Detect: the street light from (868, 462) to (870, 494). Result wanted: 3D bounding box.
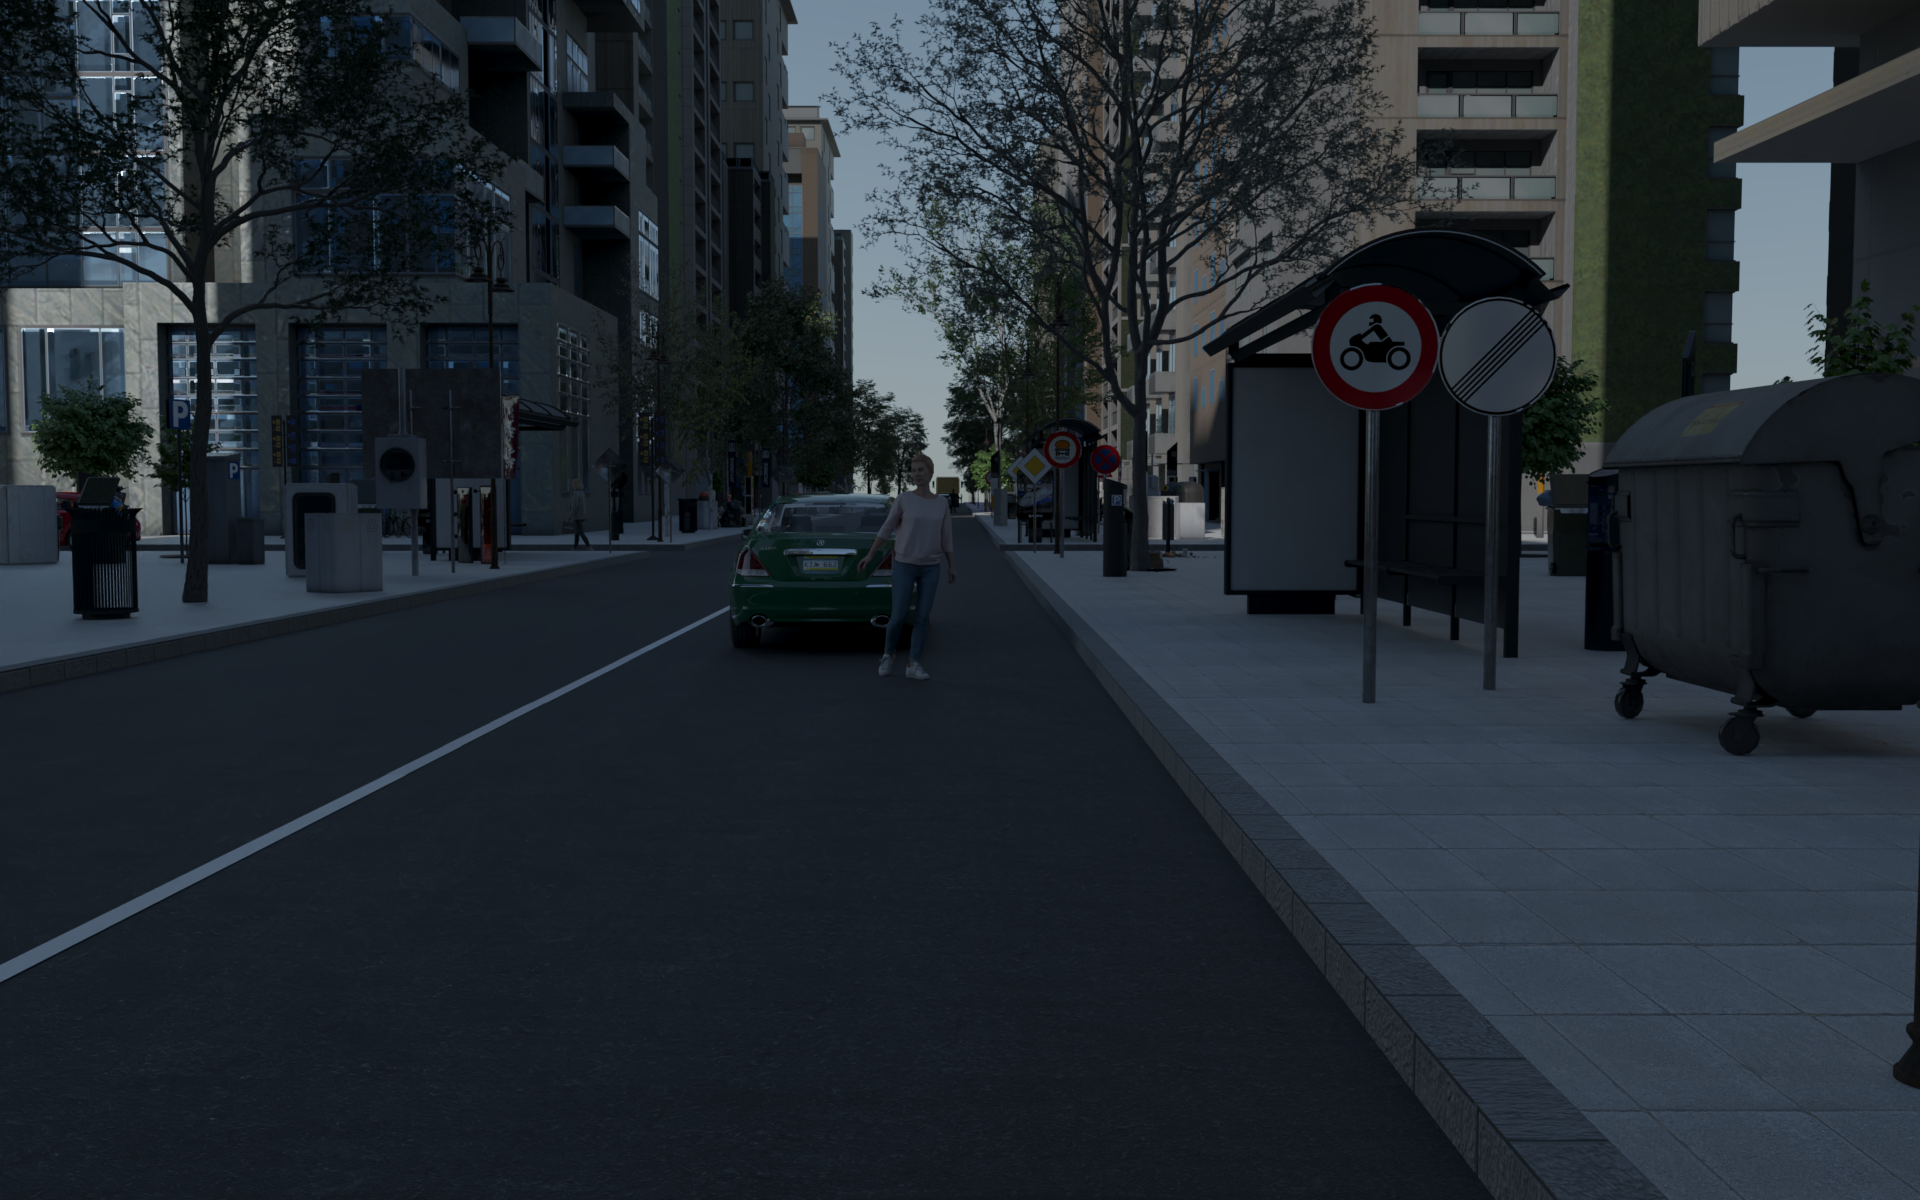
[{"bbox_3d":[-8.217,-11.213,156.119,0.468,5.910,1.993,0,3,0],"label":"street light"}]

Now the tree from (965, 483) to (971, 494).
[{"bbox_3d":[1.522,-15.554,248.901,1.663,3.219,1.824,0,3,0],"label":"tree"}]

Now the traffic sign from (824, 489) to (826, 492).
[{"bbox_3d":[-9.358,-7.337,120.058,0.768,2.556,0.104,0,4,5],"label":"traffic sign"}]

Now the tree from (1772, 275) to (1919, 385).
[{"bbox_3d":[8.092,-1.271,15.379,1.663,3.219,1.824,0,3,0],"label":"tree"}]

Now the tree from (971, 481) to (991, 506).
[{"bbox_3d":[2.668,-12.138,193.054,1.663,3.219,1.824,0,3,0],"label":"tree"}]

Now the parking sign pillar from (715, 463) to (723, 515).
[{"bbox_3d":[-14.527,-7.041,103.598,1.447,3.967,1.447,1,4,10],"label":"parking sign pillar"}]

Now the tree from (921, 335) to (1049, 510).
[{"bbox_3d":[2.669,-14.145,137.921,9.857,13.997,8.962,0,3,0],"label":"tree"}]

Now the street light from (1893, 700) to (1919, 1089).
[{"bbox_3d":[2.139,-1.885,3.604,0.468,5.910,1.993,0,3,0],"label":"street light"}]

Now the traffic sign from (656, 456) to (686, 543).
[{"bbox_3d":[-7.596,-2.559,45.474,0.795,2.450,0.064,0,3,0],"label":"traffic sign"}]

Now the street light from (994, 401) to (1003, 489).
[{"bbox_3d":[1.928,-6.932,86.133,0.468,5.910,1.993,0,3,0],"label":"street light"}]

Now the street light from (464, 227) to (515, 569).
[{"bbox_3d":[-7.979,-3.470,29.515,0.468,5.910,1.993,0,3,0],"label":"street light"}]

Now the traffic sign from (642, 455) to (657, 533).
[{"bbox_3d":[-10.087,-3.474,56.912,0.768,2.556,0.104,0,4,5],"label":"traffic sign"}]

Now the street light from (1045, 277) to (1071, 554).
[{"bbox_3d":[2.089,-3.928,37.017,0.468,5.910,1.993,0,3,0],"label":"street light"}]

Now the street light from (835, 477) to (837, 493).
[{"bbox_3d":[-8.167,-8.631,113.906,0.468,5.910,1.993,0,3,0],"label":"street light"}]

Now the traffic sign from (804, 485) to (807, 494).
[{"bbox_3d":[-9.852,-6.771,110.811,0.768,2.556,0.104,0,4,8],"label":"traffic sign"}]

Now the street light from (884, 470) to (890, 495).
[{"bbox_3d":[-8.391,-14.244,205.684,0.468,5.910,1.993,0,3,0],"label":"street light"}]

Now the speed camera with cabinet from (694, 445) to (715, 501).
[{"bbox_3d":[-10.401,-4.666,70.620,0.660,3.252,2.038,0,4,0],"label":"speed camera with cabinet"}]

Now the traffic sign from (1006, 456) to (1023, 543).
[{"bbox_3d":[1.599,-2.558,45.473,0.795,2.450,0.064,0,3,0],"label":"traffic sign"}]

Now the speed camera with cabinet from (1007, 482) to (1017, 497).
[{"bbox_3d":[3.543,-7.409,115.466,0.660,3.252,2.038,3,5,45],"label":"speed camera with cabinet"}]

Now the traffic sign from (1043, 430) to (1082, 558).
[{"bbox_3d":[2.053,-2.121,34.791,0.768,2.556,0.104,0,4,2],"label":"traffic sign"}]

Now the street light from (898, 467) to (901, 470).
[{"bbox_3d":[-8.404,-16.289,239.116,0.468,5.910,1.993,0,3,0],"label":"street light"}]

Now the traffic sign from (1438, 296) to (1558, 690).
[{"bbox_3d":[3.475,-0.684,11.290,0.768,2.556,0.104,0,4,1],"label":"traffic sign"}]

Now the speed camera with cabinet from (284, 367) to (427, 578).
[{"bbox_3d":[-9.367,-1.988,26.843,2.038,3.252,0.660,0,4,-6],"label":"speed camera with cabinet"}]

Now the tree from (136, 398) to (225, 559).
[{"bbox_3d":[-15.678,-2.456,34.752,1.663,3.219,1.824,0,3,0],"label":"tree"}]

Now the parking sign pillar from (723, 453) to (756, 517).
[{"bbox_3d":[-12.075,-6.602,96.416,1.447,3.967,1.447,-2,4,-31],"label":"parking sign pillar"}]

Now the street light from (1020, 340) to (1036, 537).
[{"bbox_3d":[2.033,-4.853,52.142,0.468,5.910,1.993,0,3,0],"label":"street light"}]

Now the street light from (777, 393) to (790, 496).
[{"bbox_3d":[-8.111,-6.536,79.647,0.468,5.910,1.993,0,3,0],"label":"street light"}]

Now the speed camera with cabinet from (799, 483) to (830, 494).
[{"bbox_3d":[-9.479,-7.247,112.829,2.038,3.252,0.660,-2,4,-32],"label":"speed camera with cabinet"}]

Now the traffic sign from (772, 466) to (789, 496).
[{"bbox_3d":[-8.028,-4.727,77.385,0.768,2.556,0.104,0,4,6],"label":"traffic sign"}]

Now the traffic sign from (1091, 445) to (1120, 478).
[{"bbox_3d":[3.752,-2.727,44.696,0.768,2.556,0.104,0,4,7],"label":"traffic sign"}]

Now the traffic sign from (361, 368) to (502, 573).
[{"bbox_3d":[-8.576,-2.095,28.122,2.265,3.308,0.079,0,4,1],"label":"traffic sign"}]

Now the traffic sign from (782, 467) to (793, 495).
[{"bbox_3d":[-8.276,-5.012,82.049,0.768,2.556,0.104,0,4,2],"label":"traffic sign"}]

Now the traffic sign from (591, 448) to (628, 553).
[{"bbox_3d":[-7.579,-2.070,37.489,0.795,2.450,0.064,0,3,0],"label":"traffic sign"}]

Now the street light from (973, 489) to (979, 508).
[{"bbox_3d":[1.714,-11.610,162.618,0.468,5.910,1.993,0,3,0],"label":"street light"}]

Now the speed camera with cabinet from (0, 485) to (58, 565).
[{"bbox_3d":[-17.373,-2.249,31.104,0.660,3.252,2.038,2,4,30],"label":"speed camera with cabinet"}]

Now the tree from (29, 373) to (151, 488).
[{"bbox_3d":[-23.605,-3.877,47.097,4.285,4.588,4.351,0,3,0],"label":"tree"}]

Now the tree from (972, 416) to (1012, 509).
[{"bbox_3d":[2.935,-13.609,172.864,4.360,8.622,3.978,0,3,0],"label":"tree"}]

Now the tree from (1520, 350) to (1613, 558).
[{"bbox_3d":[11.585,-3.168,35.514,4.285,4.588,4.351,0,3,0],"label":"tree"}]

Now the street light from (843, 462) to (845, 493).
[{"bbox_3d":[-8.185,-9.138,122.201,0.468,5.910,1.993,0,3,0],"label":"street light"}]

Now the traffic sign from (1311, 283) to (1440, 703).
[{"bbox_3d":[2.515,-0.640,10.572,0.768,2.556,0.104,0,4,5],"label":"traffic sign"}]

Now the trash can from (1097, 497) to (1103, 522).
[{"bbox_3d":[6.062,-4.028,77.514,0.748,1.137,0.748,0,3,0],"label":"trash can"}]

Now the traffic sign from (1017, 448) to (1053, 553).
[{"bbox_3d":[1.615,-2.070,37.488,0.795,2.450,0.064,0,3,0],"label":"traffic sign"}]

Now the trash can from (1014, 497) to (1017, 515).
[{"bbox_3d":[3.419,-5.360,99.286,0.748,1.137,0.748,0,3,0],"label":"trash can"}]

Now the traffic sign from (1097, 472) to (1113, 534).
[{"bbox_3d":[4.425,-3.380,55.259,0.884,2.594,0.081,0,4,4],"label":"traffic sign"}]

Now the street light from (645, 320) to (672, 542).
[{"bbox_3d":[-8.032,-4.492,46.234,0.468,5.910,1.993,0,3,0],"label":"street light"}]

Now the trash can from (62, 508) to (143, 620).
[{"bbox_3d":[-8.808,-0.378,17.838,0.748,1.137,0.748,0,3,0],"label":"trash can"}]

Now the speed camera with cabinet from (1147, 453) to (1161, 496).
[{"bbox_3d":[9.813,-5.546,85.010,2.038,3.252,0.660,-3,4,-36],"label":"speed camera with cabinet"}]

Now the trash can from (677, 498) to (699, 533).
[{"bbox_3d":[-8.941,-2.771,56.961,0.748,1.137,0.748,0,3,0],"label":"trash can"}]

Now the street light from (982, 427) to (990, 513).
[{"bbox_3d":[1.835,-9.018,120.232,0.468,5.910,1.993,0,3,0],"label":"street light"}]

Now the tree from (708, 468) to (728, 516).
[{"bbox_3d":[-14.021,-6.414,99.475,1.663,3.219,1.824,0,3,0],"label":"tree"}]

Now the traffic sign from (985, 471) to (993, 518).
[{"bbox_3d":[1.732,-5.716,93.558,0.768,2.556,0.104,0,4,5],"label":"traffic sign"}]
